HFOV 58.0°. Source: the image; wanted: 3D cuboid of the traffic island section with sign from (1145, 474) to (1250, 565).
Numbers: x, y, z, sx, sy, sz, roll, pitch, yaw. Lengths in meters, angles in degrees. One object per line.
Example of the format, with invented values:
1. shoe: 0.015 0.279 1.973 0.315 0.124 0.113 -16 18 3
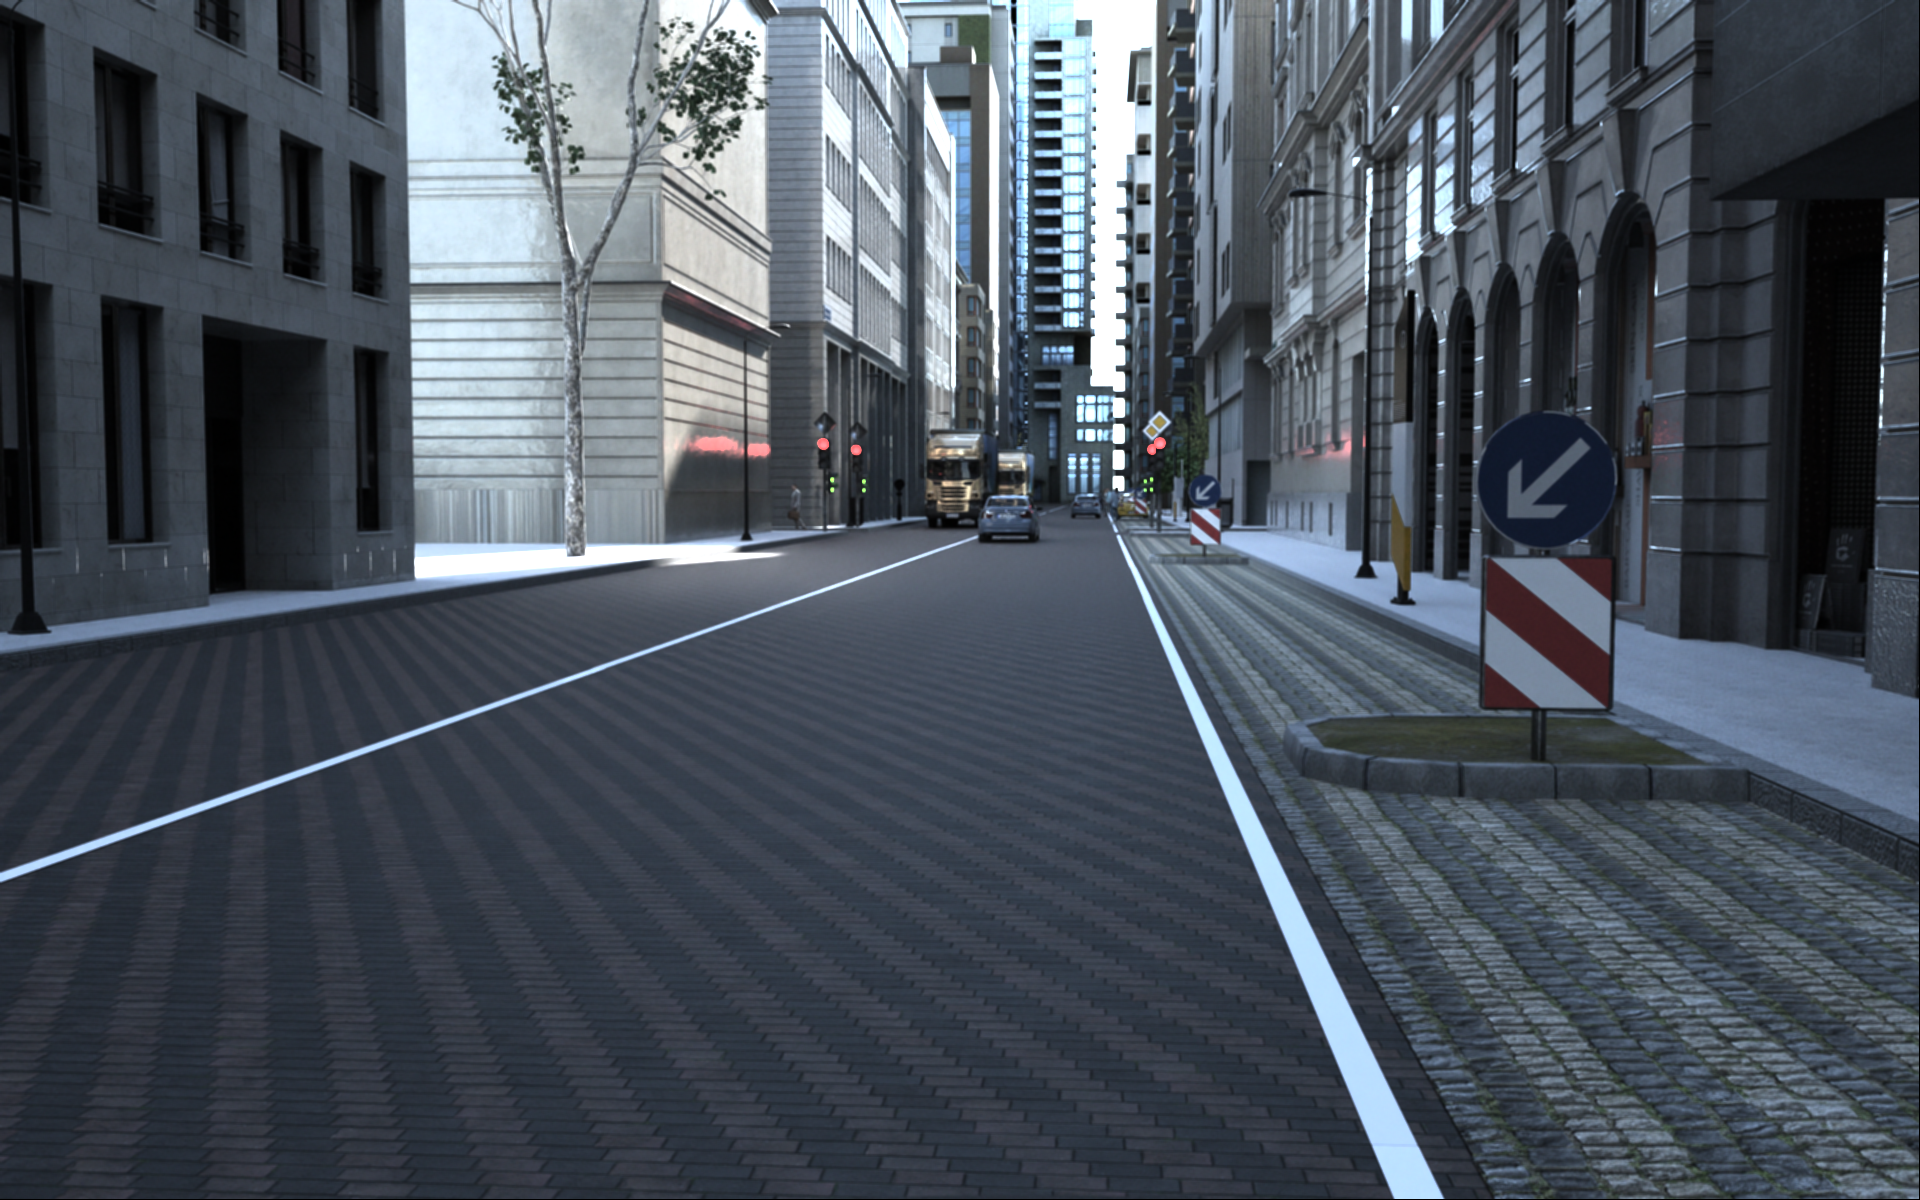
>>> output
1. traffic island section with sign: 4.926 -1.668 35.898 1.989 1.847 2.006 0 4 5

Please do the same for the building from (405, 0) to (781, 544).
1. building: -21.188 -13.389 52.189 30.059 22.955 16.112 0 4 5

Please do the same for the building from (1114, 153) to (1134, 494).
1. building: 36.192 -37.617 234.641 30.456 49.044 23.786 0 4 5

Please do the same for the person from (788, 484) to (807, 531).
1. person: -6.117 -3.417 64.490 0.853 1.813 0.709 -2 4 -33

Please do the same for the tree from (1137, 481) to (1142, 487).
1. tree: 15.825 -9.186 144.790 1.663 3.219 1.824 0 3 0

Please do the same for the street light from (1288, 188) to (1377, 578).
1. street light: 5.688 -3.297 26.448 1.470 5.913 1.316 0 4 5

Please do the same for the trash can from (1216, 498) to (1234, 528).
1. trash can: 9.989 -3.292 65.481 0.748 1.137 0.748 0 3 0

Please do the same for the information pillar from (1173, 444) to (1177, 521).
1. information pillar: 10.086 -5.494 81.173 0.183 3.616 0.504 0 4 4

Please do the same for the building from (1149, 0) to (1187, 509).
1. building: 23.845 -30.702 152.082 14.600 45.320 14.200 0 4 5

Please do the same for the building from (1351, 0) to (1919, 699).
1. building: 12.767 -10.973 21.208 13.314 21.916 24.055 0 4 5

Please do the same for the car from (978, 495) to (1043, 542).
1. car: 1.521 -2.510 53.045 2.014 1.417 4.499 0 4 4

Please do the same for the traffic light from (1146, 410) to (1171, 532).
1. traffic light: 6.681 -4.239 58.226 0.839 4.253 0.868 0 4 5

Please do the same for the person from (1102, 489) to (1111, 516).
1. person: 9.603 -6.423 113.785 0.520 1.790 0.573 -1 4 -21

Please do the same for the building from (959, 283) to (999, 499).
1. building: -11.120 -19.131 157.837 27.650 21.520 28.899 0 4 5

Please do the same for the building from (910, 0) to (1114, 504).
1. building: 5.436 -56.403 234.853 31.000 86.520 22.319 0 4 5

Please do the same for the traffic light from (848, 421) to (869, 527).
1. traffic light: -3.954 -4.780 67.075 0.839 4.253 0.868 0 4 5

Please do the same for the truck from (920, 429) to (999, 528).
1. truck: 0.126 -5.392 77.066 2.839 4.237 11.283 0 4 5

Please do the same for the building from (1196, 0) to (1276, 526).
1. building: 24.407 -29.890 77.939 27.495 52.752 28.713 0 4 5

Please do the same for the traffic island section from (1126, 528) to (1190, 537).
1. traffic island section: 6.721 -2.205 58.337 2.009 0.180 2.903 0 4 5

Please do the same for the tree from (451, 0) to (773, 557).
1. tree: -6.612 -10.897 34.063 12.611 20.169 13.585 0 3 0

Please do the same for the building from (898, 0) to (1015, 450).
1. building: -7.796 -40.692 207.308 28.212 58.520 21.231 0 4 5

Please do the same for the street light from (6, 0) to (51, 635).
1. street light: -8.042 -2.642 15.741 1.470 5.913 1.316 0 4 5

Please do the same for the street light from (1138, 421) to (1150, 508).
1. street light: 12.212 -8.399 109.860 1.470 5.913 1.316 0 4 5

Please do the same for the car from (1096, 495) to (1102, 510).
1. car: 11.726 -8.613 153.404 1.945 1.354 3.894 0 4 5

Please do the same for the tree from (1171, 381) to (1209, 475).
1. tree: 15.546 -9.758 109.910 4.737 8.622 4.395 0 3 0

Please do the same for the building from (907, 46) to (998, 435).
1. building: -3.378 -32.291 178.068 14.600 45.320 14.200 0 4 5

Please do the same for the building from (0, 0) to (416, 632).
1. building: -13.947 -9.937 17.225 10.420 20.320 16.860 0 4 5

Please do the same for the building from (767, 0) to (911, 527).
1. building: -9.447 -18.585 81.357 11.434 29.767 29.804 0 4 5

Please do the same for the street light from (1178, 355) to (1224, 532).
1. street light: 8.158 -5.233 58.095 1.470 5.913 1.316 0 4 5

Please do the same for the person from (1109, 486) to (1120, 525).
1. person: 7.258 -4.438 81.332 0.793 1.790 0.793 1 4 20

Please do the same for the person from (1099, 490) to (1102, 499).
1. person: 13.127 -9.381 161.954 0.705 1.814 1.350 2 4 26

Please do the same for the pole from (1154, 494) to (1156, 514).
1. pole: 12.589 -7.253 112.434 0.158 3.312 0.155 0 3 0

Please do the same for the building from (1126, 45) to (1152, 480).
1. building: 33.781 -37.435 201.305 28.713 52.752 27.495 0 4 5

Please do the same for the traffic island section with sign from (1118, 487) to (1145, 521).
1. traffic island section with sign: 9.350 -5.027 90.815 1.989 1.847 2.006 0 4 5

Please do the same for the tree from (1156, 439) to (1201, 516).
1. tree: 12.848 -7.299 103.049 4.285 4.588 4.351 0 3 0

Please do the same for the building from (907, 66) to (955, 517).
1. building: -7.128 -17.647 106.543 12.078 24.808 19.932 0 4 5

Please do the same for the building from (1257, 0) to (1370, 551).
1. building: 15.517 -15.772 45.265 14.401 28.519 23.554 0 4 5

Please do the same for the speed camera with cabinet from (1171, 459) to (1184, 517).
1. speed camera with cabinet: 12.329 -6.350 98.161 0.660 3.252 2.038 0 4 4

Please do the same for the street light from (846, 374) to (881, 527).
1. street light: -3.739 -5.776 66.982 1.470 5.913 1.316 0 4 5

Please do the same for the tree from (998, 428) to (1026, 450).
1. tree: 5.655 -14.874 193.558 4.360 8.622 3.978 0 3 0

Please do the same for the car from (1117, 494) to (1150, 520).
1. car: 9.524 -5.233 95.788 2.015 1.641 3.980 0 4 4

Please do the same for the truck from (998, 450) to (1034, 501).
1. truck: 3.309 -7.527 111.975 2.839 4.237 11.283 0 4 5

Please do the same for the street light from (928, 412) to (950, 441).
1. street light: -1.270 -7.681 98.127 1.470 5.913 1.316 0 4 5

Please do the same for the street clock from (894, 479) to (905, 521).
1. street clock: -2.944 -4.857 83.980 0.471 2.002 0.358 -1 4 -20

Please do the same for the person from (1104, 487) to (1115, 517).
1. person: 9.198 -6.014 106.690 0.748 1.841 0.638 2 4 26

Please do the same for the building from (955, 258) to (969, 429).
1. building: -5.866 -17.793 127.080 11.583 22.565 21.152 0 4 5

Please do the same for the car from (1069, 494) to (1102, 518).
1. car: 7.526 -5.610 103.729 2.014 1.417 4.499 0 4 3

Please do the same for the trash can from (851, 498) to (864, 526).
1. trash can: -4.221 -3.590 70.356 0.748 1.137 0.748 0 3 0

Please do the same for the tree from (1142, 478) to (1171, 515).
1. tree: 12.634 -6.878 107.062 1.663 3.219 1.824 0 3 0

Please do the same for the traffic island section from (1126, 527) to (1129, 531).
1. traffic island section: 7.362 -2.692 66.296 2.009 0.180 2.903 0 4 5

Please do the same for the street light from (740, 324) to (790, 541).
1. street light: -5.357 -4.592 47.617 1.470 5.913 1.316 0 4 5

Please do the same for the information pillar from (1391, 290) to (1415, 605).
1. information pillar: 5.158 -1.762 20.166 0.183 3.616 0.504 0 4 -4

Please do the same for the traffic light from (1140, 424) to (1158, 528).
1. traffic light: 7.323 -4.726 66.186 0.839 4.253 0.868 0 4 5

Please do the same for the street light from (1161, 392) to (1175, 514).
1. street light: 9.881 -6.507 78.927 1.470 5.913 1.316 0 4 5

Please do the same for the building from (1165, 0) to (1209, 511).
1. building: 26.301 -28.773 125.058 22.147 44.769 28.867 0 4 5

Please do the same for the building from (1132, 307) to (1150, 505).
1. building: 31.512 -20.106 173.772 27.650 21.520 28.899 0 4 5

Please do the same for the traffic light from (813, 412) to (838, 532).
1. traffic light: -4.595 -4.293 59.115 0.839 4.253 0.868 0 4 5

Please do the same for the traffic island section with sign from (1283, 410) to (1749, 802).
1. traffic island section with sign: 2.745 -0.025 9.031 1.989 1.847 2.006 0 4 5

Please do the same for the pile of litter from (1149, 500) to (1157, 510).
1. pile of litter: 15.260 -7.625 138.637 1.176 0.858 1.719 0 4 4
